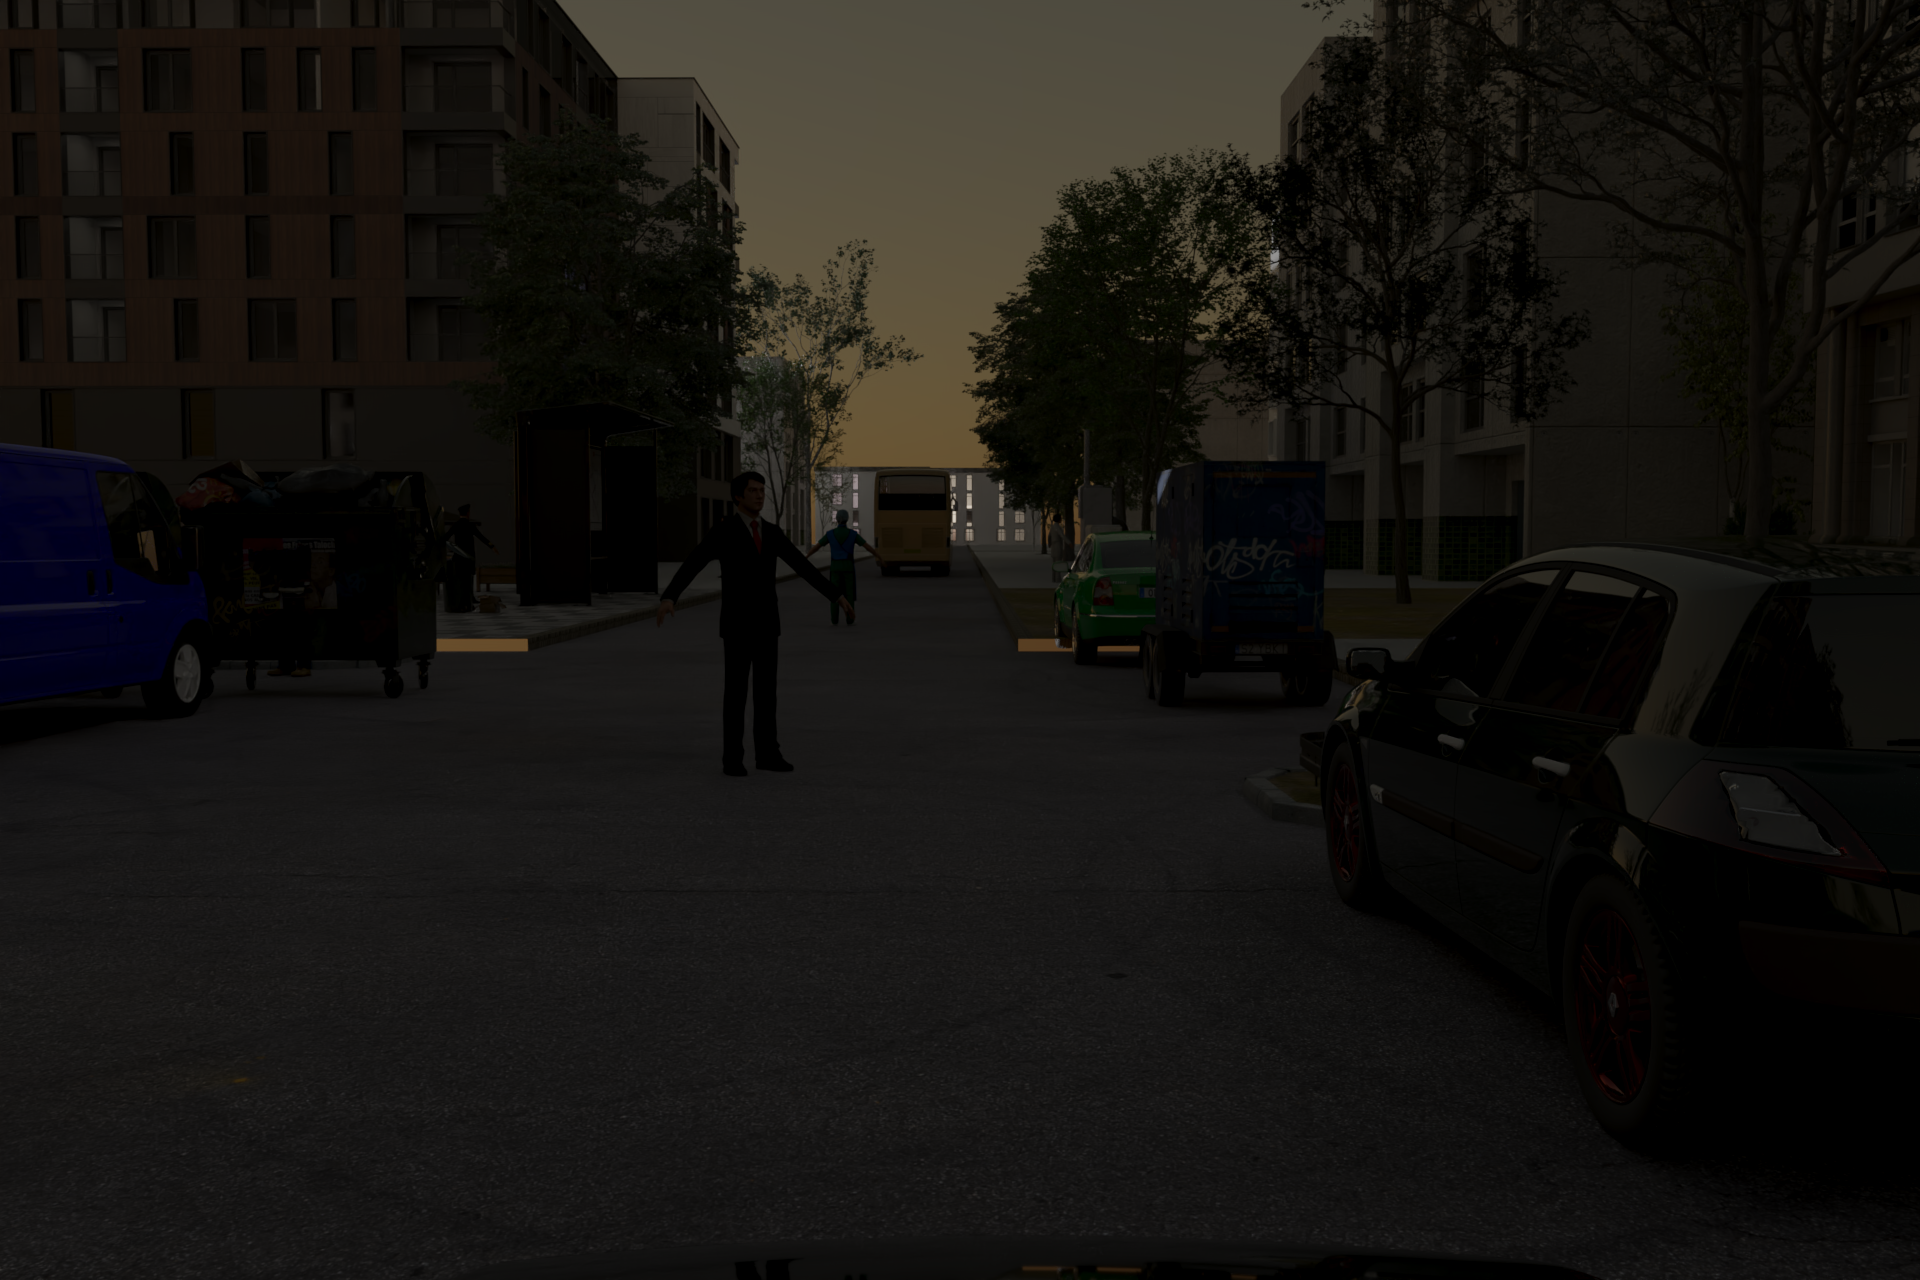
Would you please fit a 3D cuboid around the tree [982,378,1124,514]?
[{"bbox_3d":[4.971,-9.579,91.028,8.767,10.594,7.601,1,4,16],"label":"tree"}]

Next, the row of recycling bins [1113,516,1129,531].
[{"bbox_3d":[3.262,-2.000,39.816,1.069,1.692,3.534,0,4,1],"label":"row of recycling bins"}]

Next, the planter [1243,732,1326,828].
[{"bbox_3d":[2.557,0.732,9.175,1.991,0.319,1.994,0,4,-1],"label":"planter"}]

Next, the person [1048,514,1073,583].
[{"bbox_3d":[2.599,-2.422,45.787,0.705,1.806,1.347,-2,4,-23],"label":"person"}]

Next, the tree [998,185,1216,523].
[{"bbox_3d":[4.945,-8.487,56.897,7.486,12.596,7.792,0,3,0],"label":"tree"}]

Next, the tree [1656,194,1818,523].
[{"bbox_3d":[16.588,-5.279,36.680,4.737,8.622,4.395,0,3,0],"label":"tree"}]

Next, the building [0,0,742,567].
[{"bbox_3d":[-25.836,-14.187,75.928,27.936,21.610,32.646,0,4,1],"label":"building"}]

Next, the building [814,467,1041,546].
[{"bbox_3d":[-3.804,-16.597,215.966,28.070,9.664,9.099,0,4,0],"label":"building"}]

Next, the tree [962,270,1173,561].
[{"bbox_3d":[5.034,-10.665,81.023,9.857,13.997,8.962,0,3,0],"label":"tree"}]

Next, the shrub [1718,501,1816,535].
[{"bbox_3d":[13.929,-1.570,30.092,1.690,2.028,1.600,0,3,0],"label":"shrub"}]

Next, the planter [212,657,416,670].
[{"bbox_3d":[-7.159,0.114,19.270,1.991,0.319,1.994,0,4,1],"label":"planter"}]

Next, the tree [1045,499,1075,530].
[{"bbox_3d":[13.295,-16.407,218.613,4.360,8.622,3.978,0,3,0],"label":"tree"}]

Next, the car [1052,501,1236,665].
[{"bbox_3d":[2.106,-0.710,20.408,1.959,1.807,4.718,0,4,-1],"label":"car"}]

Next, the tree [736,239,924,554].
[{"bbox_3d":[-8.259,-15.546,110.060,12.611,20.169,13.585,0,3,0],"label":"tree"}]

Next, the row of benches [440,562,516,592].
[{"bbox_3d":[-10.204,-1.408,38.487,4.104,0.672,1.422,0,4,7],"label":"row of benches"}]

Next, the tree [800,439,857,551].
[{"bbox_3d":[-10.266,-10.862,127.957,4.360,8.622,3.978,0,3,0],"label":"tree"}]

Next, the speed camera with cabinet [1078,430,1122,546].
[{"bbox_3d":[2.613,-2.316,32.204,0.660,3.252,2.038,0,4,-2],"label":"speed camera with cabinet"}]

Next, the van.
[{"bbox_3d":[-6.958,-0.452,11.780,2.240,2.365,5.245,0,4,0],"label":"van"}]

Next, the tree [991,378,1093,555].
[{"bbox_3d":[5.430,-11.209,109.024,9.928,11.665,9.643,0,3,0],"label":"tree"}]

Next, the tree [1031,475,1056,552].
[{"bbox_3d":[5.452,-10.537,122.639,4.737,8.622,4.395,0,3,0],"label":"tree"}]

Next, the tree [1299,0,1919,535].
[{"bbox_3d":[8.453,-6.569,17.773,12.009,13.543,11.850,0,3,0],"label":"tree"}]

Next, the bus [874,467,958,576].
[{"bbox_3d":[-1.543,-4.353,62.714,2.896,3.916,12.252,0,4,0],"label":"bus"}]

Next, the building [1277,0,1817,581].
[{"bbox_3d":[21.302,-11.512,54.673,16.747,18.905,31.486,0,3,0],"label":"building"}]

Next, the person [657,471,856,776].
[{"bbox_3d":[-1.244,-0.108,10.405,1.347,1.806,0.705,-3,4,-37],"label":"person"}]

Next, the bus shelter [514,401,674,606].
[{"bbox_3d":[-7.003,-2.599,33.784,1.731,3.624,6.357,0,4,1],"label":"bus shelter"}]

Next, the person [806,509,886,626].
[{"bbox_3d":[-1.830,-1.130,27.057,1.347,1.817,0.704,0,4,3],"label":"person"}]

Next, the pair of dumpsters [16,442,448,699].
[{"bbox_3d":[-6.980,-0.643,15.465,4.436,2.255,1.574,0,4,0],"label":"pair of dumpsters"}]

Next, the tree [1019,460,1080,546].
[{"bbox_3d":[5.385,-9.179,100.439,4.737,8.622,4.395,0,3,0],"label":"tree"}]

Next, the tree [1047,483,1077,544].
[{"bbox_3d":[12.558,-16.105,213.678,4.737,8.622,4.395,0,3,0],"label":"tree"}]

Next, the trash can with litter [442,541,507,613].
[{"bbox_3d":[-7.969,-1.038,28.352,1.055,1.170,0.624,0,4,0],"label":"trash can with litter"}]

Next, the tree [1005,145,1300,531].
[{"bbox_3d":[5.171,-7.374,46.324,9.928,11.665,9.643,0,3,0],"label":"tree"}]

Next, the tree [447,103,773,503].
[{"bbox_3d":[-10.449,-8.872,51.705,9.857,13.997,8.962,0,3,0],"label":"tree"}]

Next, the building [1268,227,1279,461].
[{"bbox_3d":[23.344,-14.957,100.969,16.016,20.090,11.380,0,4,1],"label":"building"}]

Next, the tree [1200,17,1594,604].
[{"bbox_3d":[7.881,-5.956,31.801,7.601,10.594,8.767,1,4,18],"label":"tree"}]

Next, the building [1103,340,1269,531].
[{"bbox_3d":[22.318,-18.333,166.203,16.747,18.905,31.486,0,4,0],"label":"building"}]

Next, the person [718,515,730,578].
[{"bbox_3d":[-6.882,-2.720,50.608,0.704,1.843,1.345,-2,4,-35],"label":"person"}]

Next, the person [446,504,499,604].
[{"bbox_3d":[-9.105,-1.590,31.931,1.347,1.837,0.705,2,4,24],"label":"person"}]

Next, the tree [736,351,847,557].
[{"bbox_3d":[-10.177,-10.494,97.331,9.928,11.665,9.643,0,3,0],"label":"tree"}]

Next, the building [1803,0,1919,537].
[{"bbox_3d":[25.513,-12.561,12.977,19.016,26.051,41.698,0,4,0],"label":"building"}]

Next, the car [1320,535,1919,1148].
[{"bbox_3d":[2.343,0.265,5.456,2.009,1.686,4.222,0,4,-1],"label":"car"}]

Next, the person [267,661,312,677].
[{"bbox_3d":[-6.758,-0.553,17.464,1.349,1.833,0.705,2,4,26],"label":"person"}]

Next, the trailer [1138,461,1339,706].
[{"bbox_3d":[2.323,-0.515,15.463,1.471,1.999,3.904,0,4,-1],"label":"trailer"}]

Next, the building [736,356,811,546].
[{"bbox_3d":[-25.932,-19.681,188.247,16.747,18.905,31.486,0,3,0],"label":"building"}]
